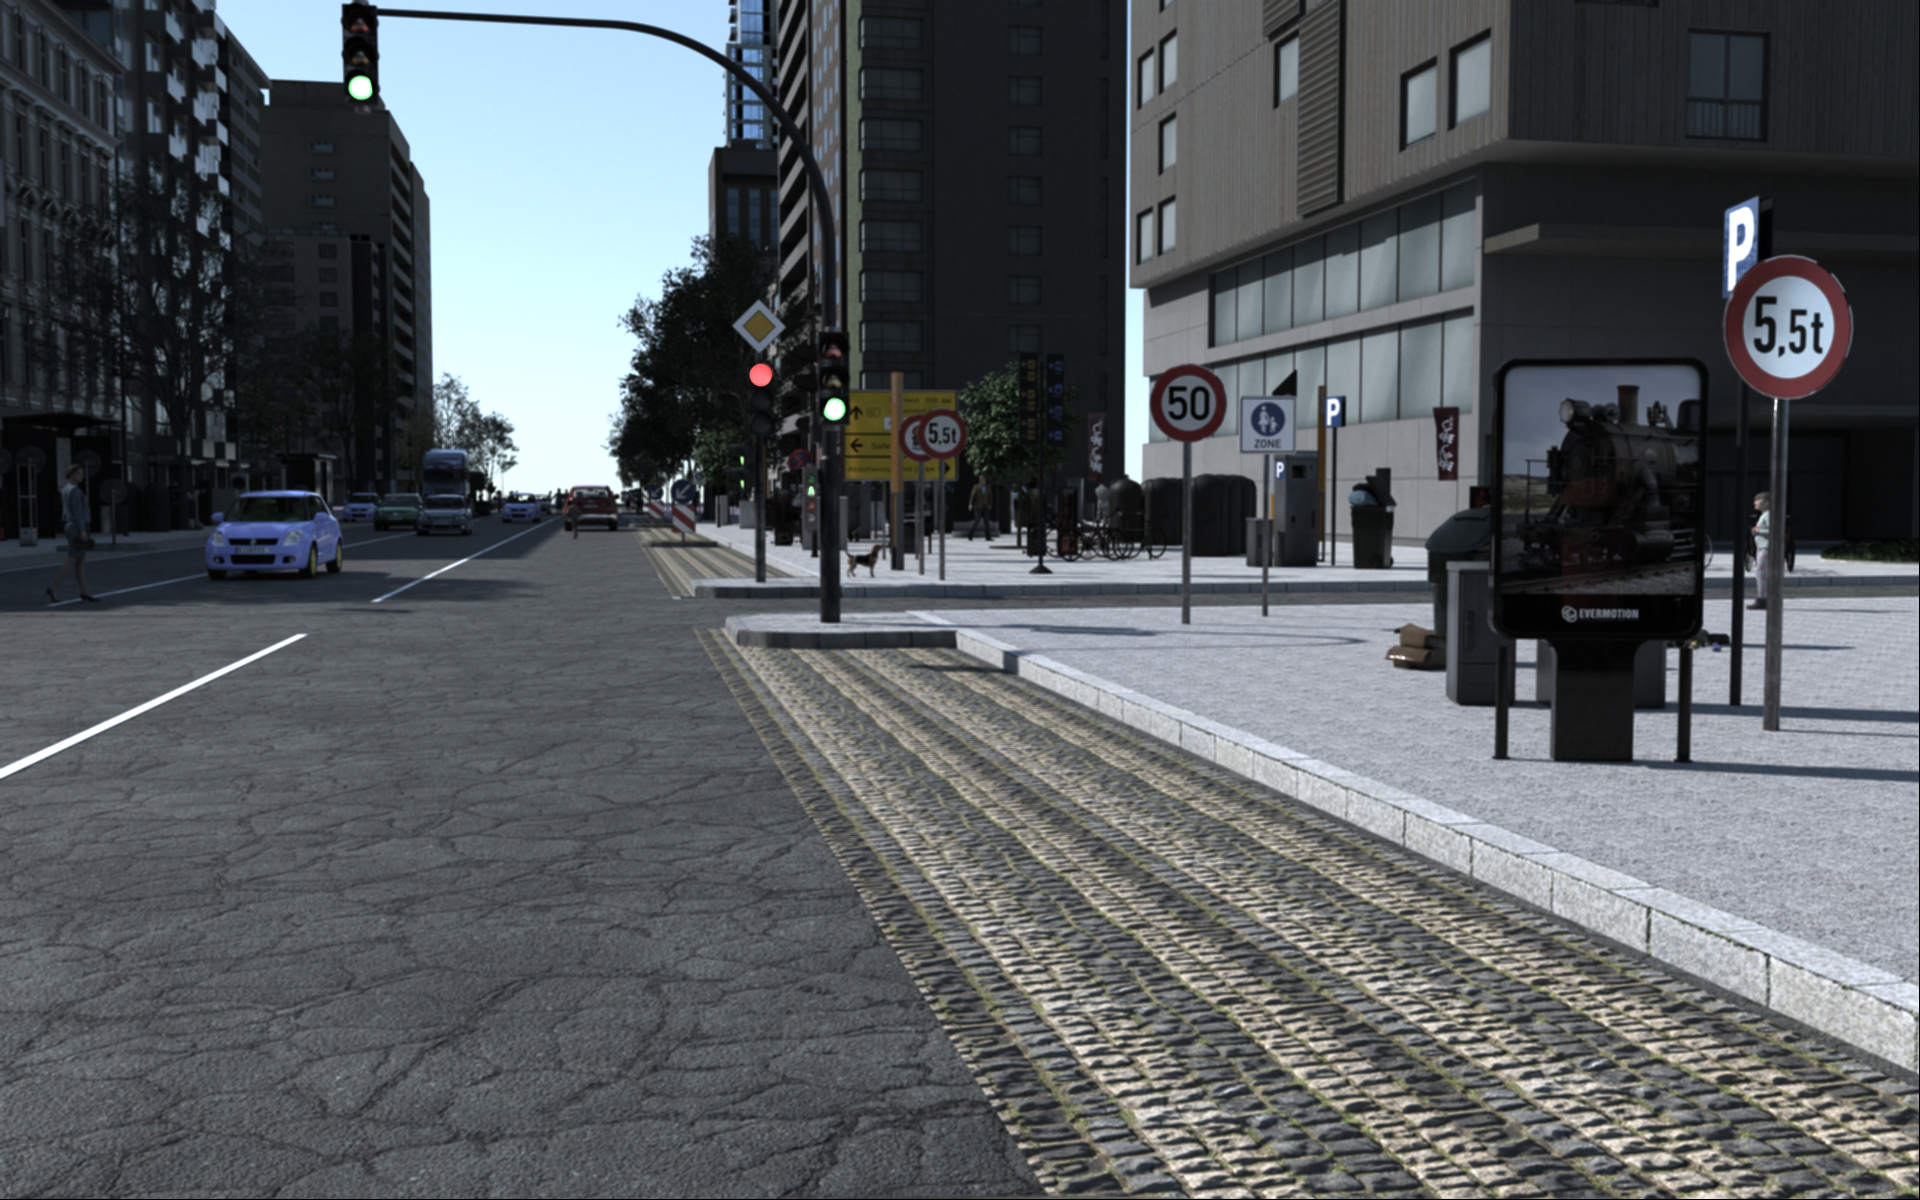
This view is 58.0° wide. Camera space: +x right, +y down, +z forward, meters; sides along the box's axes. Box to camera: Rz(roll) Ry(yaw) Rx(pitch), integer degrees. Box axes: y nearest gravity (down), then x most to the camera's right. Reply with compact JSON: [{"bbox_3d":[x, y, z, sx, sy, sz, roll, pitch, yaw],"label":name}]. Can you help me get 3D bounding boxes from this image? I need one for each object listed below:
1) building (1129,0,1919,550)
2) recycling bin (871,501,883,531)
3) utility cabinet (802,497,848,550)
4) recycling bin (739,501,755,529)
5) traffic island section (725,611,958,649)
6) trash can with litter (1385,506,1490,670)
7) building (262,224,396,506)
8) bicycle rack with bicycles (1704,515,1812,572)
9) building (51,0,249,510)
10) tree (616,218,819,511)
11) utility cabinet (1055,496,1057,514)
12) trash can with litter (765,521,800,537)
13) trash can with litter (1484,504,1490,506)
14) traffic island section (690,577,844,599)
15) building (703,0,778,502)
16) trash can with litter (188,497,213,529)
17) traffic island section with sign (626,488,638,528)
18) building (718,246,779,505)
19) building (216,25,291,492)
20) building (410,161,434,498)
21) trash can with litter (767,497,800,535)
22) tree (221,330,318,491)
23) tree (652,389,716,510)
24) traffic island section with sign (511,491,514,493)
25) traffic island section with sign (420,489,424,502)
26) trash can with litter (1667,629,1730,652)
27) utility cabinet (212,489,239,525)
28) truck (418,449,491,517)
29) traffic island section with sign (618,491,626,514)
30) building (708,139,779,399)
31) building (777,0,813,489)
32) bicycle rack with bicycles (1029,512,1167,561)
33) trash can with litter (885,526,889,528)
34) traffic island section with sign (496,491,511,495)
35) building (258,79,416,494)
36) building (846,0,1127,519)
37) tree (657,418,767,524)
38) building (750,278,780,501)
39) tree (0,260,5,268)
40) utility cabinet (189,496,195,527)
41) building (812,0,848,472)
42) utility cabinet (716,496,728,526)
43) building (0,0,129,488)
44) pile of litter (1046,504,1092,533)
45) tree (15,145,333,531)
[{"bbox_3d":[21.409,-28.216,50.577,27.495,52.752,28.713,-1,4,-11],"label":"building"},{"bbox_3d":[-3.119,-2.955,60.875,0.722,1.027,0.722,-1,4,-16],"label":"recycling bin"},{"bbox_3d":[-3.096,-1.744,39.676,1.020,1.237,0.306,0,4,1],"label":"utility cabinet"},{"bbox_3d":[-7.785,-3.172,64.413,0.722,1.027,0.722,0,4,5],"label":"recycling bin"},{"bbox_3d":[-1.287,0.301,17.357,2.009,0.180,2.903,-1,4,-11],"label":"traffic island section"},{"bbox_3d":[3.682,-0.092,12.896,1.055,1.170,0.624,-3,5,-42],"label":"trash can with litter"},{"bbox_3d":[-70.251,-25.572,189.808,14.160,30.474,14.107,-1,4,-11],"label":"building"},{"bbox_3d":[12.988,-0.961,29.087,2.852,0.926,2.925,3,5,40],"label":"bicycle rack with bicycles"},{"bbox_3d":[-58.125,-29.713,105.419,23.786,49.044,30.456,-1,4,-11],"label":"building"},{"bbox_3d":[-7.066,-7.602,58.709,7.601,10.594,8.767,3,4,36],"label":"tree"},{"bbox_3d":[5.217,-4.581,86.066,1.020,1.237,0.306,-2,4,-32],"label":"utility cabinet"},{"bbox_3d":[-4.938,-2.504,51.991,2.233,1.210,1.678,3,4,36],"label":"trash can with litter"},{"bbox_3d":[6.134,-0.469,19.051,1.055,1.170,0.624,-1,4,-18],"label":"trash can with litter"},{"bbox_3d":[-2.876,-0.177,25.183,2.009,0.180,2.903,-1,4,-11],"label":"traffic island section"},{"bbox_3d":[-24.148,-56.845,242.090,22.319,86.520,31.000,-1,4,-11],"label":"building"},{"bbox_3d":[-29.150,-3.271,64.540,2.233,1.210,1.678,-1,4,-12],"label":"trash can with litter"},{"bbox_3d":[-13.075,-3.980,73.702,1.989,1.847,2.006,-1,4,-11],"label":"traffic island section with sign"},{"bbox_3d":[-21.898,-26.559,205.948,14.160,30.474,14.107,-1,4,-11],"label":"building"},{"bbox_3d":[-67.238,-26.907,131.811,32.217,40.220,23.993,-1,4,-11],"label":"building"},{"bbox_3d":[-77.471,-35.222,225.982,14.600,45.320,14.200,-1,4,-11],"label":"building"},{"bbox_3d":[-5.450,-2.657,54.827,1.055,1.170,0.624,-1,4,-17],"label":"trash can with litter"},{"bbox_3d":[-31.433,-7.825,78.306,4.737,8.622,4.395,0,3,0],"label":"tree"},{"bbox_3d":[-13.682,-8.787,94.033,4.360,8.622,3.978,0,3,0],"label":"tree"},{"bbox_3d":[-58.846,-13.398,227.689,1.989,1.847,2.006,-1,4,-11],"label":"traffic island section with sign"},{"bbox_3d":[-36.834,-6.767,119.272,1.989,1.847,2.006,-1,4,-11],"label":"traffic island section with sign"},{"bbox_3d":[5.695,-0.225,14.731,2.233,1.210,1.678,-2,4,-27],"label":"trash can with litter"},{"bbox_3d":[-30.162,-3.811,70.985,1.173,1.500,0.318,0,4,6],"label":"utility cabinet"},{"bbox_3d":[-31.606,-7.306,109.205,2.967,4.110,18.799,-1,4,-10],"label":"truck"},{"bbox_3d":[-23.119,-7.006,123.179,1.989,1.847,2.006,-1,4,-11],"label":"traffic island section with sign"},{"bbox_3d":[-24.385,-34.828,219.541,14.600,45.320,14.200,-1,4,-11],"label":"building"},{"bbox_3d":[-1.866,-30.910,129.084,21.300,48.544,21.600,-1,4,-11],"label":"building"},{"bbox_3d":[2.783,-1.283,34.355,2.925,0.926,2.852,-1,4,-22],"label":"bicycle rack with bicycles"},{"bbox_3d":[-3.511,-3.309,65.154,2.233,1.210,1.678,-2,4,-31],"label":"trash can with litter"},{"bbox_3d":[-53.346,-11.740,200.577,1.989,1.847,2.006,-1,4,-11],"label":"traffic island section with sign"},{"bbox_3d":[-77.624,-35.672,206.933,21.300,48.544,21.600,-1,4,-11],"label":"building"},{"bbox_3d":[0.584,-25.153,94.851,14.154,41.232,14.086,-1,4,-11],"label":"building"},{"bbox_3d":[-9.960,-5.583,75.002,4.285,4.588,4.351,0,3,0],"label":"tree"},{"bbox_3d":[-3.949,-18.970,155.203,27.650,21.520,28.899,-1,4,-11],"label":"building"},{"bbox_3d":[-22.146,-7.563,30.309,9.857,13.997,8.962,0,3,0],"label":"tree"},{"bbox_3d":[-30.095,-3.404,66.812,1.020,1.237,0.306,-2,4,-31],"label":"utility cabinet"},{"bbox_3d":[-1.695,-28.153,110.407,14.600,45.320,14.200,-1,4,-11],"label":"building"},{"bbox_3d":[-9.735,-3.641,70.686,0.306,1.237,1.020,-1,4,-20],"label":"utility cabinet"},{"bbox_3d":[-46.009,-17.720,66.138,17.030,29.872,44.131,-1,4,-11],"label":"building"},{"bbox_3d":[3.908,-2.663,57.500,1.719,0.858,1.176,-2,4,-27],"label":"pile of litter"},{"bbox_3d":[-27.643,-9.229,61.261,12.009,13.543,11.850,0,3,0],"label":"tree"}]
